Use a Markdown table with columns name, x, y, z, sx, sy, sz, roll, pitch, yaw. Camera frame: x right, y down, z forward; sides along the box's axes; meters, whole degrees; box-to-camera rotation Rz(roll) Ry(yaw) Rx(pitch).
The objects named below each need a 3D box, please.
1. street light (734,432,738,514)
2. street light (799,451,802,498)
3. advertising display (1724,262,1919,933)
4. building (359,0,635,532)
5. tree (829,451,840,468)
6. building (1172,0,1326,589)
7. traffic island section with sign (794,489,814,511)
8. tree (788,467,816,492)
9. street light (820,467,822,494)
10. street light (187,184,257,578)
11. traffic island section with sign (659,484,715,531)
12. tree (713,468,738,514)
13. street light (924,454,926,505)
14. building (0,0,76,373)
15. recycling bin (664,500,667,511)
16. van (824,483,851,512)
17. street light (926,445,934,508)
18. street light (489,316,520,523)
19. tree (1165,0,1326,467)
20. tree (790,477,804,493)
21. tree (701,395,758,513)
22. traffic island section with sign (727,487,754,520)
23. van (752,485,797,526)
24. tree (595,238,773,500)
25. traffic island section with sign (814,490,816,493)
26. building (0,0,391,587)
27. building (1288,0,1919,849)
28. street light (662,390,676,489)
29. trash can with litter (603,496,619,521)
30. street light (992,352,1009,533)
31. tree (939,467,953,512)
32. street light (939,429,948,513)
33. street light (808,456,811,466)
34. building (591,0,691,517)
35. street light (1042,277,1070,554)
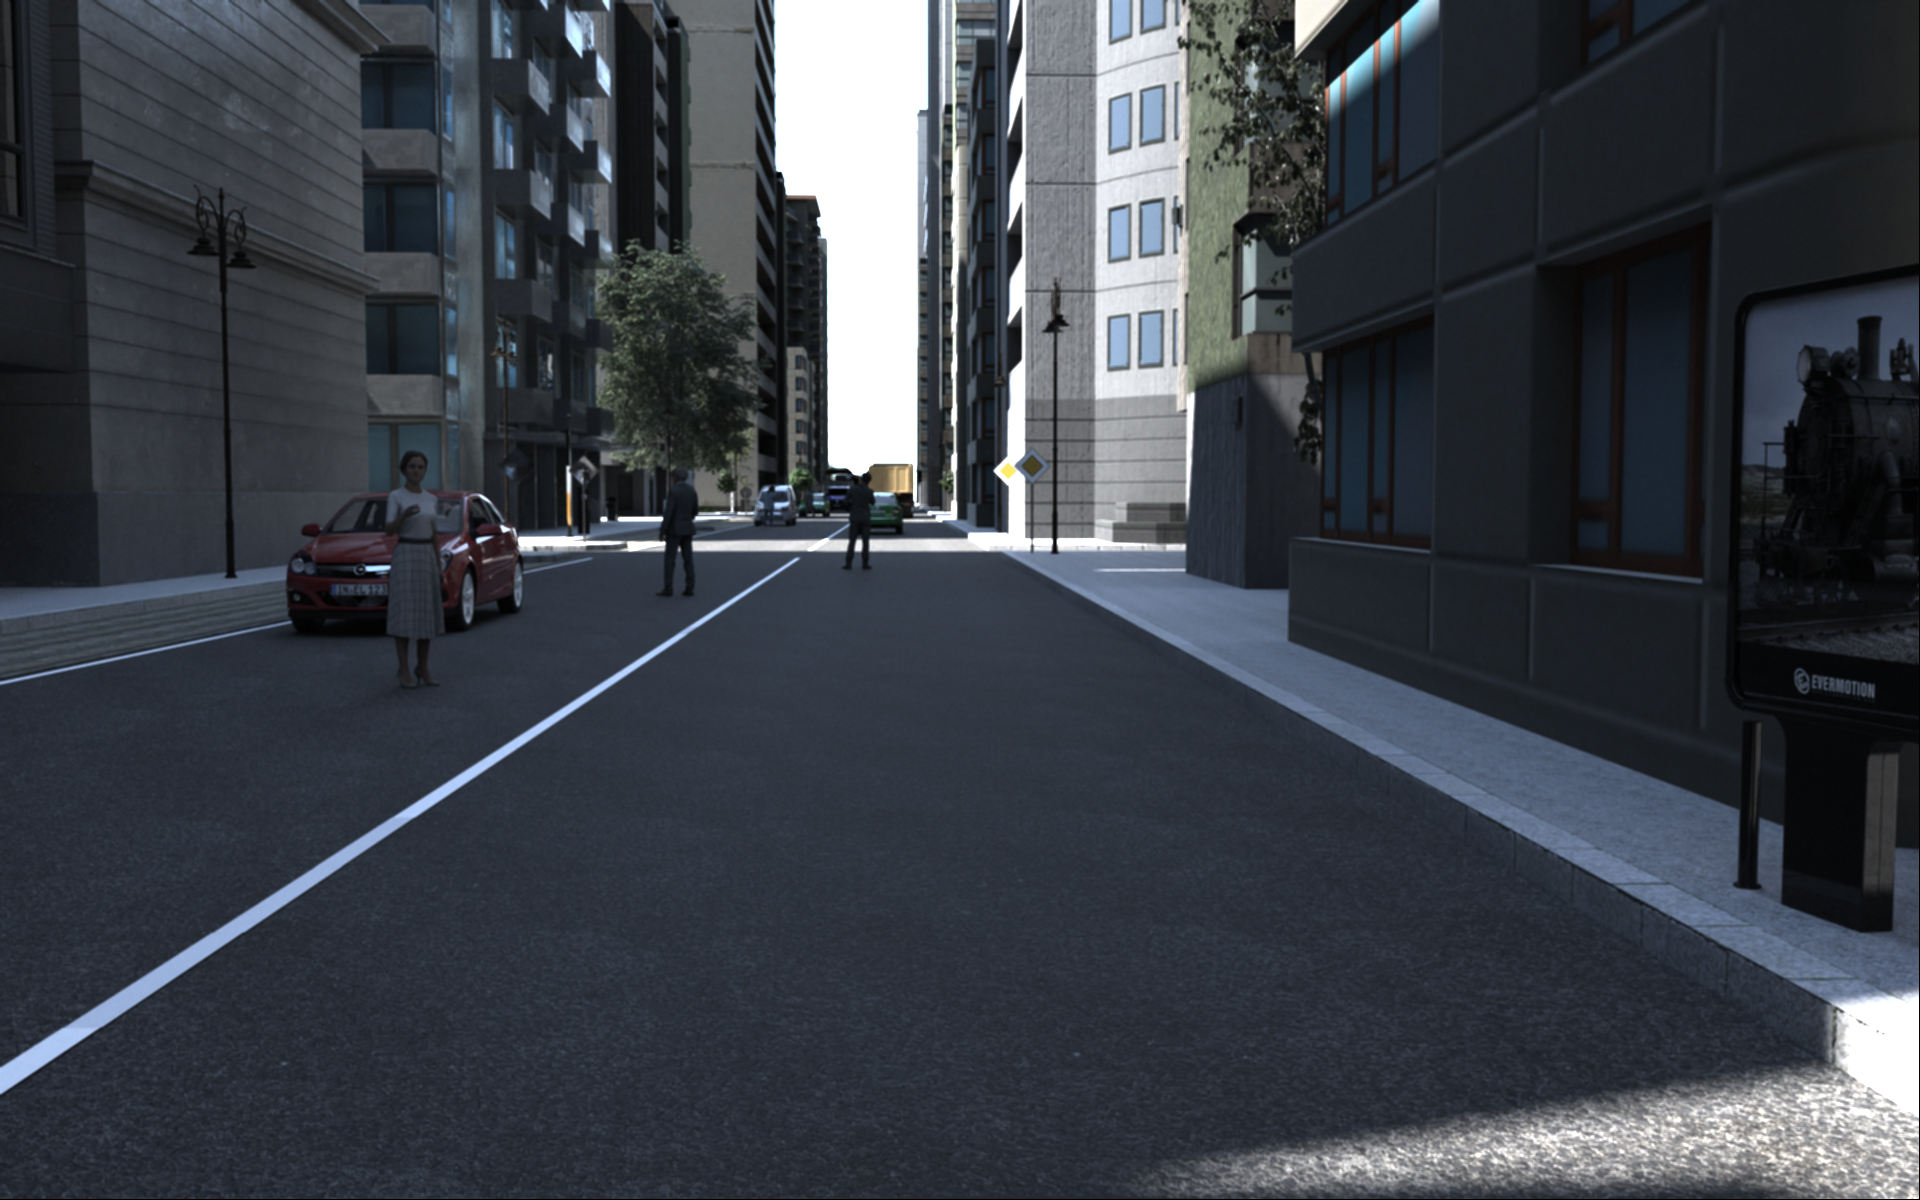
| name | x | y | z | sx | sy | sz | roll | pitch | yaw |
| --- | --- | --- | --- | --- | --- | --- | --- | --- | --- |
| street light | -14.271 | -8.409 | 110.279 | 0.468 | 5.910 | 1.993 | 0 | 4 | -2 |
| street light | -17.168 | -13.076 | 186.571 | 0.468 | 5.910 | 1.993 | 0 | 4 | -2 |
| advertising display | 2.650 | 0.002 | 5.186 | 0.123 | 1.923 | 0.974 | -1 | 4 | -11 |
| building | -25.130 | -27.063 | 62.092 | 23.786 | 49.044 | 30.456 | 0 | 4 | -2 |
| tree | -20.809 | -20.144 | 279.718 | 4.360 | 8.622 | 3.978 | 0 | 3 | 0 |
| building | 10.599 | -15.769 | 29.520 | 14.160 | 30.474 | 14.107 | 0 | 4 | -2 |
| traffic island section with sign | -13.517 | -8.347 | 145.093 | 1.989 | 1.847 | 2.006 | 0 | 4 | -2 |
| tree | -17.831 | -12.900 | 194.625 | 4.285 | 4.588 | 4.351 | 0 | 3 | 0 |
| street light | -18.972 | -16.139 | 236.652 | 0.468 | 5.910 | 1.993 | 0 | 4 | -2 |
| street light | -11.137 | -3.272 | 26.280 | 0.468 | 5.910 | 1.993 | 0 | 4 | -2 |
| traffic island section with sign | -10.650 | -3.615 | 67.732 | 1.989 | 1.847 | 2.006 | 0 | 4 | -2 |
| tree | -15.299 | -7.236 | 112.908 | 1.663 | 3.219 | 1.824 | 0 | 3 | 0 |
| street light | -3.884 | -13.689 | 196.603 | 0.468 | 5.910 | 1.993 | 0 | 4 | -2 |
| building | -17.757 | -13.230 | 9.818 | 14.314 | 27.812 | 24.014 | 0 | 4 | -2 |
| recycling bin | -13.158 | -4.109 | 79.744 | 0.722 | 1.027 | 0.722 | 2 | 4 | 29 |
| van | -9.794 | -8.303 | 140.132 | 2.240 | 2.365 | 5.245 | 0 | 4 | -1 |
| street light | -2.713 | -11.708 | 164.218 | 0.468 | 5.910 | 1.993 | 0 | 4 | -2 |
| street light | -11.831 | -4.425 | 45.135 | 0.468 | 5.910 | 1.993 | 0 | 4 | -2 |
| tree | 3.981 | -4.103 | 17.442 | 4.360 | 8.622 | 3.978 | 0 | 3 | 0 |
| tree | -17.979 | -12.020 | 191.123 | 1.663 | 3.219 | 1.824 | 0 | 3 | 0 |
| tree | -15.381 | -10.158 | 116.447 | 4.737 | 8.622 | 4.395 | 0 | 3 | 0 |
| traffic island section with sign | -11.649 | -5.262 | 94.669 | 1.989 | 1.847 | 2.006 | 0 | 4 | -2 |
| van | -8.375 | -4.379 | 78.608 | 2.013 | 2.044 | 4.112 | 0 | 4 | -1 |
| tree | -14.358 | -11.010 | 86.664 | 9.857 | 13.997 | 8.962 | 0 | 3 | 0 |
| traffic island section with sign | -14.521 | -9.994 | 172.030 | 1.989 | 1.847 | 2.006 | 0 | 4 | -2 |
| building | -23.203 | -14.784 | 29.102 | 23.554 | 28.519 | 14.401 | 0 | 4 | -2 |
| building | 17.216 | -9.513 | 0.570 | 27.650 | 21.520 | 28.899 | 0 | 4 | -2 |
| street light | -12.998 | -6.399 | 77.414 | 0.468 | 5.910 | 1.993 | 0 | 4 | -2 |
| trash can with litter | -16.707 | -4.381 | 83.013 | 0.624 | 1.170 | 1.055 | 0 | 4 | 2 |
| street light | 1.299 | -5.106 | 56.272 | 0.468 | 5.910 | 1.993 | 0 | 4 | -2 |
| tree | -0.598 | -7.913 | 123.975 | 1.663 | 3.219 | 1.824 | 0 | 3 | 0 |
| street light | -1.043 | -9.013 | 120.154 | 0.468 | 5.910 | 1.993 | 0 | 4 | -2 |
| street light | -17.737 | -14.191 | 204.805 | 0.468 | 5.910 | 1.993 | 0 | 4 | -2 |
| building | -23.270 | -20.062 | 99.715 | 14.160 | 30.474 | 14.107 | 0 | 4 | -2 |
| street light | 2.039 | -3.931 | 37.066 | 0.468 | 5.910 | 1.993 | 0 | 4 | -2 |
